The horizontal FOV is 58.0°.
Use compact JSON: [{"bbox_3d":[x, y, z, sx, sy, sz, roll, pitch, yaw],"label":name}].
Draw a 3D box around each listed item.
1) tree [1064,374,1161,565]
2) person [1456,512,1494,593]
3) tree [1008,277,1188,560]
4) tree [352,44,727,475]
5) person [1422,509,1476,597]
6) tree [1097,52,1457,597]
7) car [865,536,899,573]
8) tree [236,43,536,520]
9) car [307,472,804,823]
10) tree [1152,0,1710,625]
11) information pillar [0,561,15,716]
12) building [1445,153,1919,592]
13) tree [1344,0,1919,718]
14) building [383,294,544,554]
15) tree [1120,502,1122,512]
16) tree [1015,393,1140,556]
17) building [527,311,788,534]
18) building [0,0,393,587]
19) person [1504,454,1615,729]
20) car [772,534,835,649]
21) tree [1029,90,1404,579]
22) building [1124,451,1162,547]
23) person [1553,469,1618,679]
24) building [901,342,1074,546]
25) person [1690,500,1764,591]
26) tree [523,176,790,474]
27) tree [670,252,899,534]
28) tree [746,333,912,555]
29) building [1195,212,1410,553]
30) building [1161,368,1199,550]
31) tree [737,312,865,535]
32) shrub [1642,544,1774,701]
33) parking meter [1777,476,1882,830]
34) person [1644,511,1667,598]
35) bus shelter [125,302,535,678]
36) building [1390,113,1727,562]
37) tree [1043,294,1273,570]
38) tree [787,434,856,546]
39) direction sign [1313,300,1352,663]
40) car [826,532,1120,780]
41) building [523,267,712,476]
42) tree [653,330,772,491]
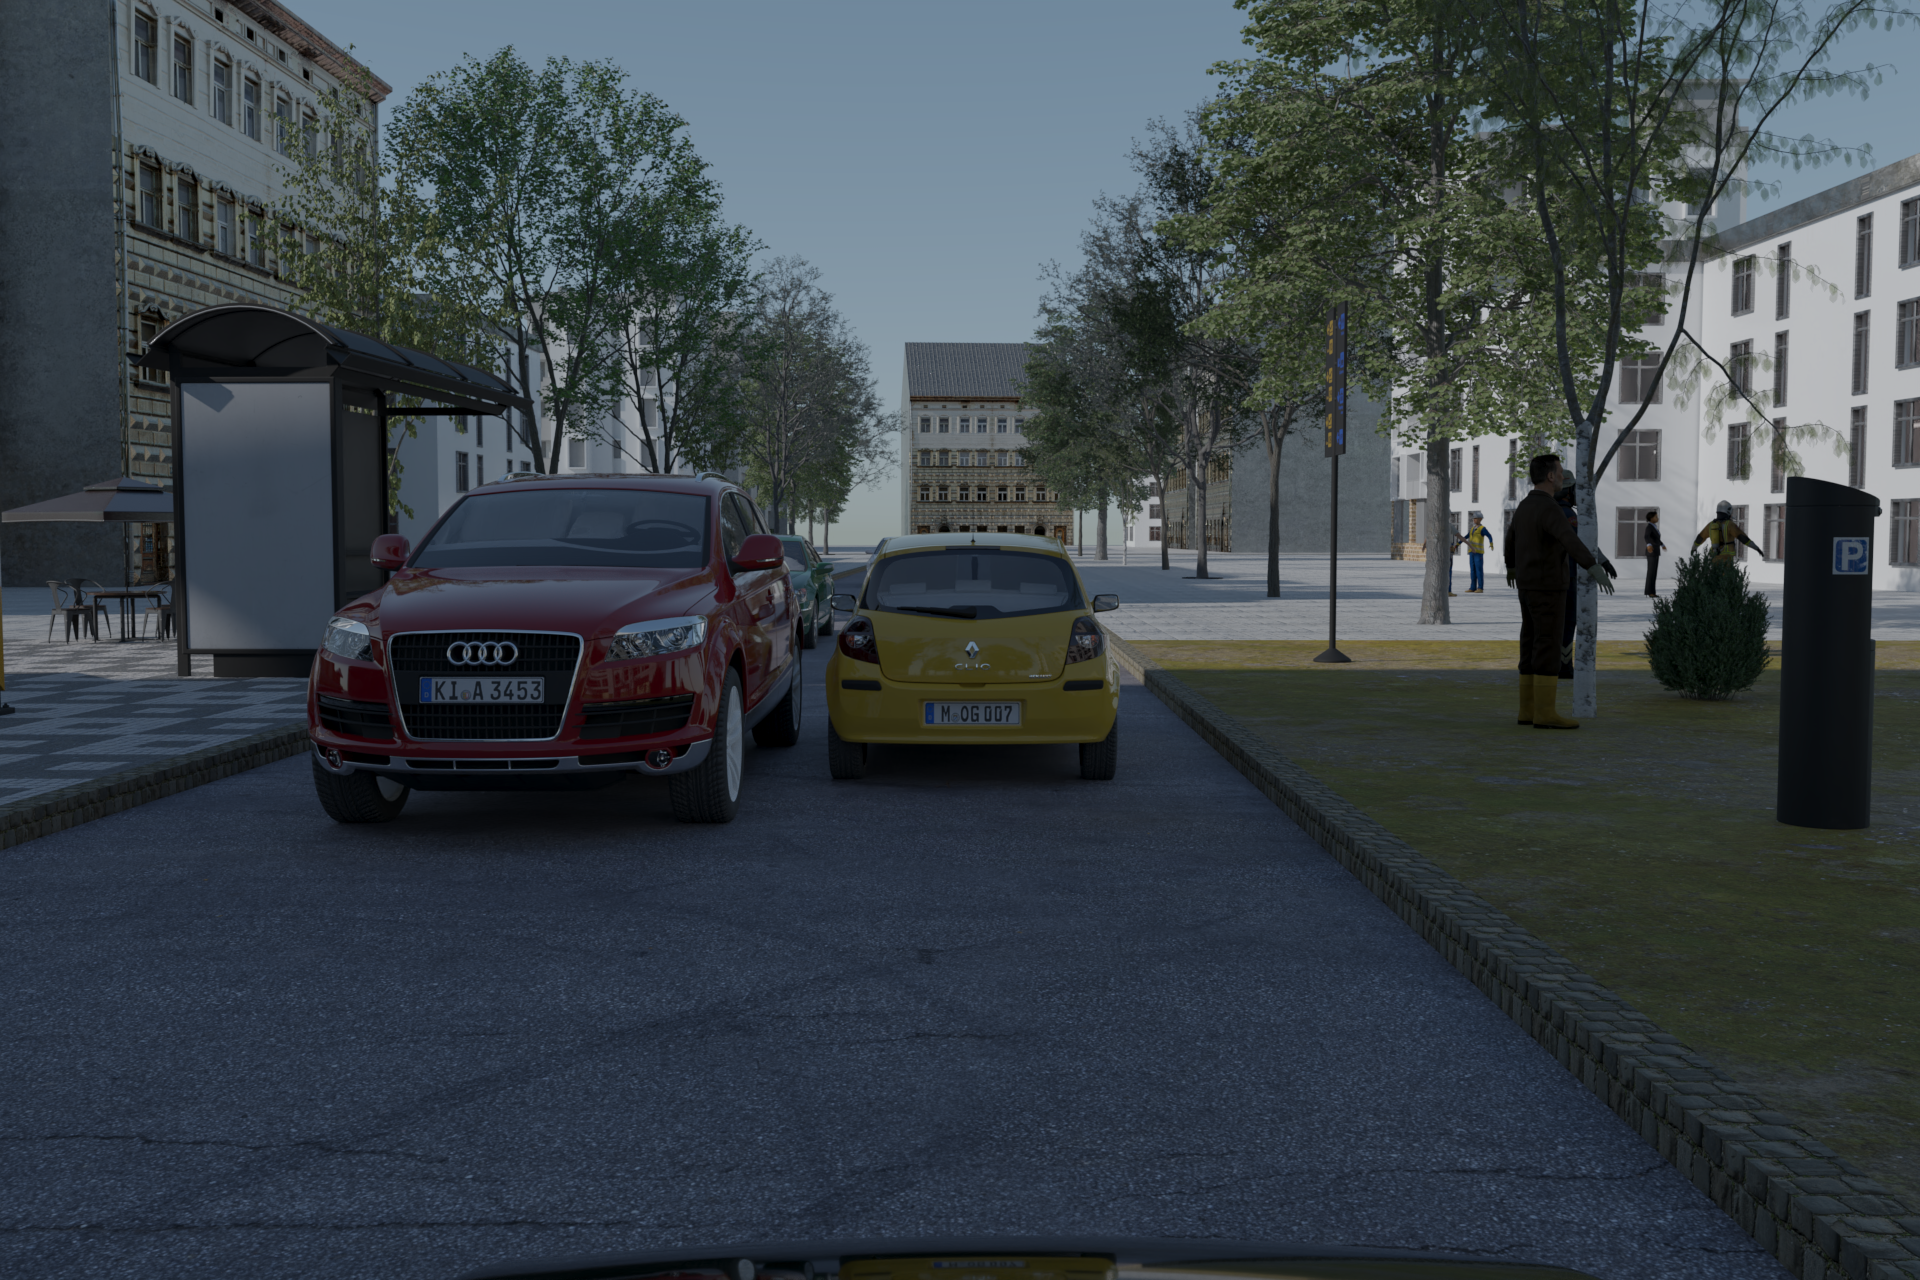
[{"bbox_3d":[7.021,-7.398,71.323,4.360,8.622,3.978,0,3,0],"label":"tree"},{"bbox_3d":[11.209,-1.914,37.763,0.721,1.772,1.216,-2,4,-25],"label":"person"},{"bbox_3d":[6.936,-10.898,84.831,9.857,13.997,8.962,0,3,0],"label":"tree"},{"bbox_3d":[-8.666,-6.756,36.210,9.928,11.665,9.643,0,3,0],"label":"tree"},{"bbox_3d":[9.957,-1.813,35.493,0.705,1.847,1.347,-2,4,-34],"label":"person"},{"bbox_3d":[6.112,-6.135,34.719,7.601,10.594,8.767,-3,5,-42],"label":"tree"},{"bbox_3d":[-1.566,-2.197,48.286,2.083,1.381,4.827,0,4,1],"label":"car"},{"bbox_3d":[-8.966,-4.697,27.163,4.737,8.622,4.395,0,3,0],"label":"tree"},{"bbox_3d":[-2.112,-0.098,10.275,2.281,1.827,5.304,0,4,0],"label":"car"},{"bbox_3d":[6.653,-6.521,24.747,7.486,12.596,7.792,0,3,0],"label":"tree"},{"bbox_3d":[-6.856,-1.265,12.038,0.183,3.616,0.504,0,3,0],"label":"information pillar"},{"bbox_3d":[21.903,-6.581,49.743,9.099,9.664,28.070,0,4,0],"label":"building"},{"bbox_3d":[4.435,-3.778,12.141,4.360,8.622,3.978,0,3,0],"label":"tree"},{"bbox_3d":[-22.423,-8.108,74.707,9.099,9.664,28.070,0,4,1],"label":"building"},{"bbox_3d":[19.876,-14.771,191.874,4.360,8.622,3.978,0,3,0],"label":"tree"},{"bbox_3d":[6.703,-10.062,98.921,8.767,10.594,7.601,2,4,32],"label":"tree"},{"bbox_3d":[-25.634,-17.564,153.628,16.747,18.905,31.486,0,4,1],"label":"building"},{"bbox_3d":[-29.081,-13.401,50.043,19.493,23.208,18.063,0,4,1],"label":"building"},{"bbox_3d":[3.905,-0.329,11.514,0.704,1.812,1.346,-1,4,-8],"label":"person"},{"bbox_3d":[-2.696,-0.692,23.115,2.131,1.459,4.920,0,4,0],"label":"car"},{"bbox_3d":[6.853,-8.485,49.095,12.009,13.543,11.850,0,3,0],"label":"tree"},{"bbox_3d":[22.019,-14.192,174.188,9.099,9.664,28.070,0,4,1],"label":"building"},{"bbox_3d":[5.378,-0.591,15.448,0.705,1.856,1.354,-1,4,-12],"label":"person"},{"bbox_3d":[2.752,-22.287,197.773,18.063,23.208,19.493,0,4,-5],"label":"building"},{"bbox_3d":[12.954,-1.444,29.377,0.705,1.858,1.354,-2,4,-32],"label":"person"},{"bbox_3d":[-8.626,-7.590,49.857,9.928,11.665,9.643,0,3,0],"label":"tree"},{"bbox_3d":[-7.919,-10.083,75.235,12.009,13.543,11.850,0,3,0],"label":"tree"},{"bbox_3d":[-8.046,-11.922,105.287,12.009,13.543,11.850,0,3,0],"label":"tree"},{"bbox_3d":[27.708,-18.061,126.231,19.493,23.208,18.063,0,4,1],"label":"building"},{"bbox_3d":[27.796,-19.486,149.527,19.493,23.208,18.063,0,3,0],"label":"building"},{"bbox_3d":[-8.375,-10.457,89.092,7.486,12.596,7.792,0,3,0],"label":"tree"},{"bbox_3d":[5.804,-0.143,13.451,1.383,1.207,1.383,0,3,0],"label":"shrub"},{"bbox_3d":[3.833,0.047,7.649,0.372,1.533,0.369,0,3,0],"label":"parking meter"},{"bbox_3d":[14.034,-1.724,34.901,0.721,1.740,1.216,3,4,36],"label":"person"},{"bbox_3d":[-6.181,-1.469,17.947,2.014,3.302,5.546,0,4,2],"label":"bus shelter"},{"bbox_3d":[26.477,-13.940,84.343,16.016,20.090,11.380,0,4,0],"label":"building"},{"bbox_3d":[7.358,-7.807,62.051,8.767,10.594,7.601,0,4,-6],"label":"tree"},{"bbox_3d":[-16.480,-17.464,192.185,9.857,13.997,8.962,0,3,0],"label":"tree"},{"bbox_3d":[3.740,-1.547,17.292,0.379,3.537,0.876,0,4,1],"label":"direction sign"},{"bbox_3d":[0.095,-0.080,11.530,2.015,1.641,3.980,0,4,1],"label":"car"},{"bbox_3d":[-24.489,-16.264,122.337,16.016,20.090,11.380,0,4,1],"label":"building"},{"bbox_3d":[-8.868,-6.731,60.422,4.737,8.622,4.395,0,3,0],"label":"tree"}]
